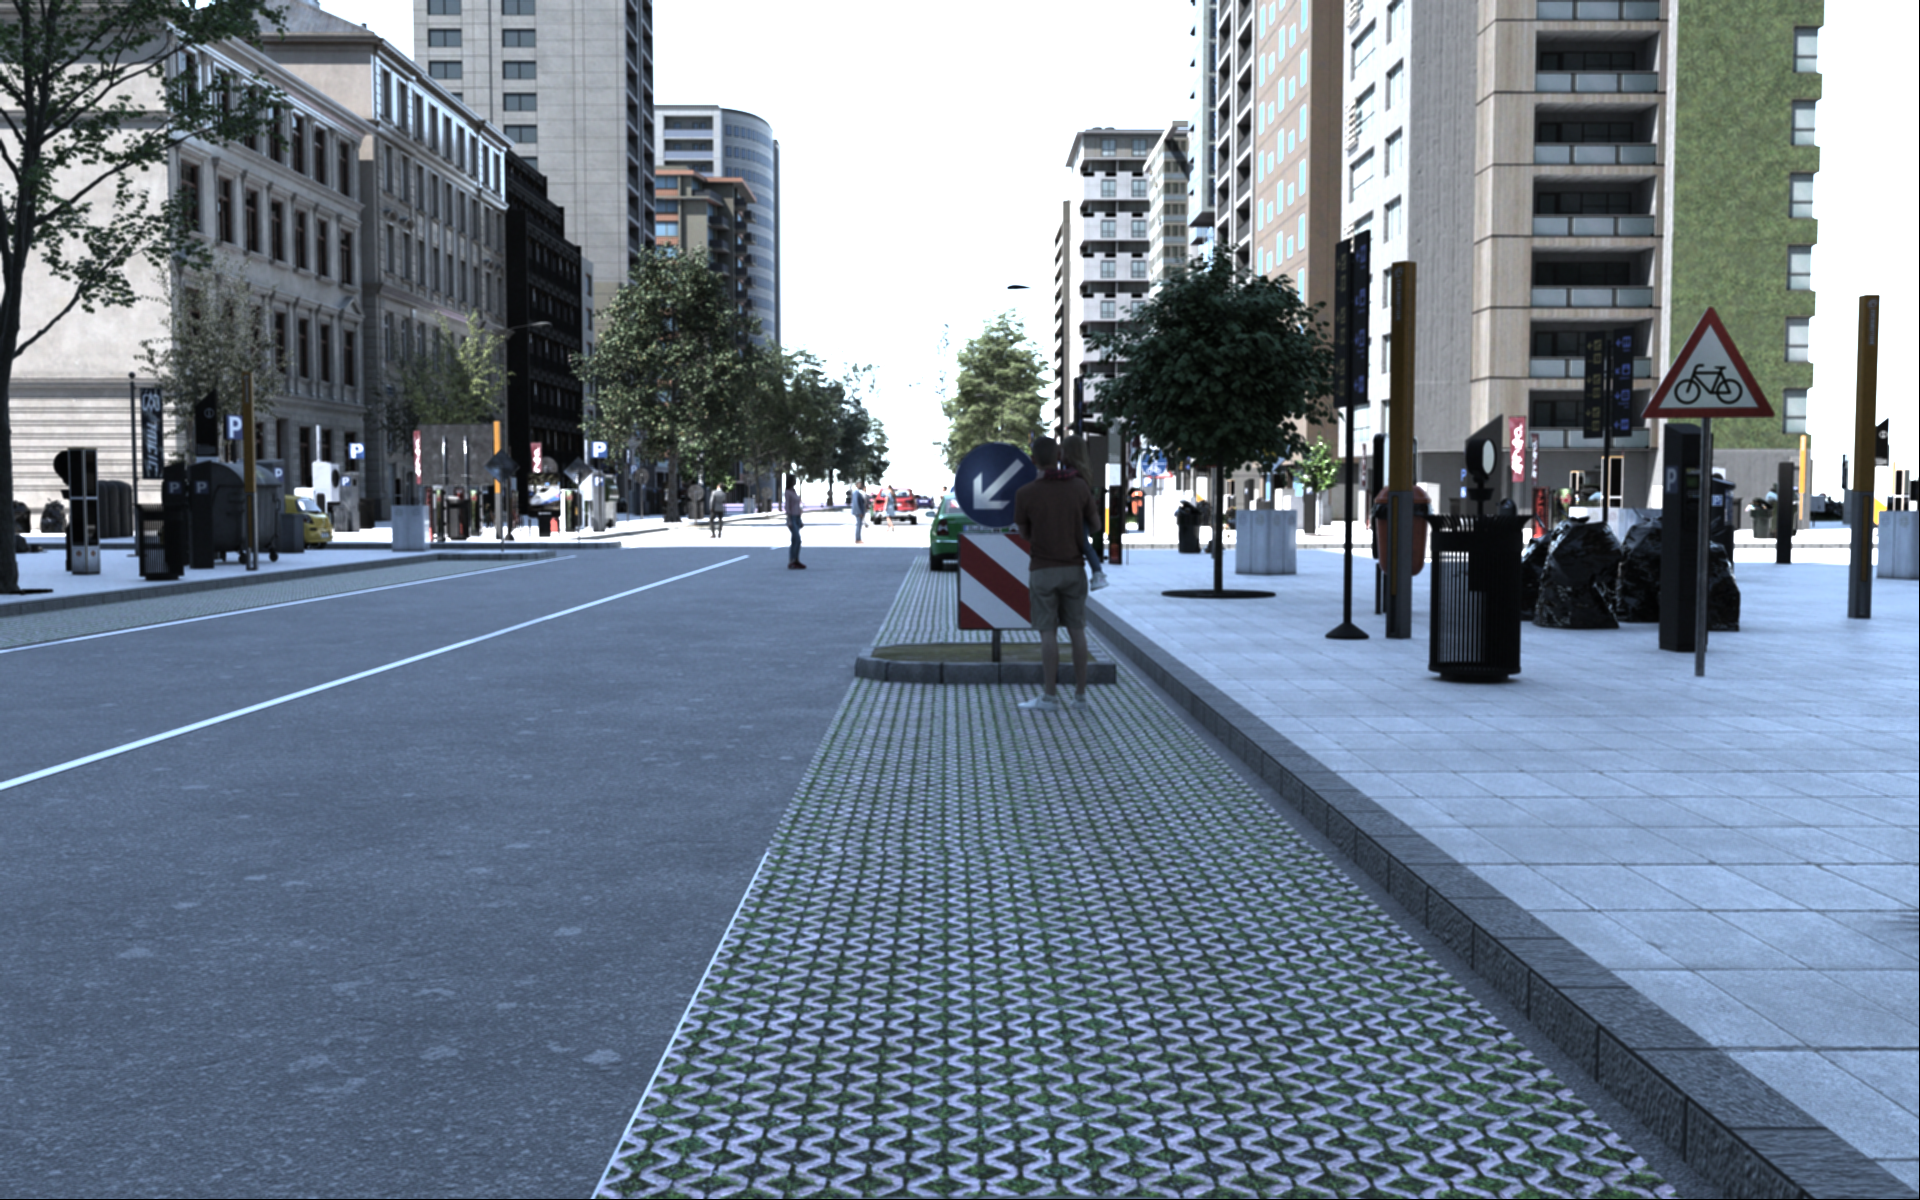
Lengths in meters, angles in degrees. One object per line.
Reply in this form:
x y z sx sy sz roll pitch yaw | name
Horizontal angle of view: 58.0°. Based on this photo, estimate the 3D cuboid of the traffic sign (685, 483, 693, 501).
-14.733 -5.827 95.278 0.884 2.594 0.081 0 4 7 | traffic sign

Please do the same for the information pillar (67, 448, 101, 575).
-13.969 -1.415 27.627 0.304 2.012 0.304 1 4 14 | information pillar

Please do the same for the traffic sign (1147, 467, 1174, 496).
6.740 -3.563 58.257 0.884 2.594 0.081 0 4 8 | traffic sign

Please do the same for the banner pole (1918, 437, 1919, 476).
41.630 -5.193 74.922 0.401 3.779 0.863 0 4 -3 | banner pole

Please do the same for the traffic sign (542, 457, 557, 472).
-14.126 -3.610 59.133 0.768 2.556 0.104 0 4 2 | traffic sign

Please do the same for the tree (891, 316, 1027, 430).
0.770 -20.090 184.363 12.611 20.169 13.585 0 3 0 | tree

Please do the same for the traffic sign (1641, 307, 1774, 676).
5.216 -0.742 12.140 0.884 2.594 0.081 0 4 7 | traffic sign

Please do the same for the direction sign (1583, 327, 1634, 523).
8.944 -1.955 23.958 0.379 3.537 0.876 -2 4 -23 | direction sign

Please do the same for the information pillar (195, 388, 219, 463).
-16.620 -2.871 38.296 0.504 3.616 0.183 0 4 2 | information pillar

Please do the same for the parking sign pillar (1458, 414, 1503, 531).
17.552 -4.272 58.326 1.447 3.967 1.447 -1 4 -12 | parking sign pillar

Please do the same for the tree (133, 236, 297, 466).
-21.883 -6.105 50.186 4.360 8.622 3.978 0 3 0 | tree

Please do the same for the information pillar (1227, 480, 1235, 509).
14.248 -5.293 91.033 0.304 2.012 0.304 -1 4 -22 | information pillar

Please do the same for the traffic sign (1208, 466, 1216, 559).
5.024 -2.099 34.315 0.884 2.594 0.081 0 4 5 | traffic sign

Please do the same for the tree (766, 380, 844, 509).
-14.120 -13.951 153.857 9.928 11.665 9.643 0 3 0 | tree

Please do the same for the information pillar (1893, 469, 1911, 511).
27.419 -2.810 50.429 0.304 2.012 0.304 -2 4 -25 | information pillar

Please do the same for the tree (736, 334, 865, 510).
-13.748 -14.215 139.077 9.857 13.997 8.962 0 3 0 | tree

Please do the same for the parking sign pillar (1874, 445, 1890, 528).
34.629 -4.712 65.516 1.447 3.967 1.447 0 4 2 | parking sign pillar

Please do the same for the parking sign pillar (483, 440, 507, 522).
-21.078 -5.542 79.090 1.447 3.967 1.447 1 4 11 | parking sign pillar

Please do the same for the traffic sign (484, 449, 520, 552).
-10.180 -2.132 38.494 0.795 2.450 0.064 0 4 0 | traffic sign

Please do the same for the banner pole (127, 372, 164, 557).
-16.833 -2.800 35.798 0.401 3.779 0.863 3 4 38 | banner pole

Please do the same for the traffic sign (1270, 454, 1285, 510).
5.259 -1.717 29.251 0.795 2.450 0.064 0 4 4 | traffic sign

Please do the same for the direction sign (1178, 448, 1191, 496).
7.913 -4.229 61.148 0.379 3.537 0.876 -1 4 -22 | direction sign

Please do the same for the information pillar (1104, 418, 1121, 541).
4.209 -3.442 47.626 0.504 3.616 0.183 -3 4 -38 | information pillar

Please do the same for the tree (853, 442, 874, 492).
-13.731 -17.768 240.866 4.737 8.622 4.395 0 3 0 | tree

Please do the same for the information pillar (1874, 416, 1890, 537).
27.644 -3.714 52.071 0.504 3.616 0.183 2 4 33 | information pillar

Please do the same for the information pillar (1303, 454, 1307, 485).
15.408 -5.259 77.339 0.183 3.616 0.504 0 4 -4 | information pillar

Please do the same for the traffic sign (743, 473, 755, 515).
-12.733 -6.381 104.436 0.768 2.556 0.104 0 4 3 | traffic sign

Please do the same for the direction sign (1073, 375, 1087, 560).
2.280 -2.538 33.489 0.379 3.537 0.876 0 4 -7 | direction sign

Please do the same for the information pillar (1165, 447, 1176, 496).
9.506 -5.307 78.122 0.504 3.616 0.183 2 4 25 | information pillar

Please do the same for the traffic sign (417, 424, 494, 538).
-14.657 -3.451 50.302 2.265 3.308 0.079 0 4 6 | traffic sign

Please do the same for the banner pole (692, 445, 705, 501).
-13.374 -6.017 88.388 0.863 3.779 0.401 1 4 13 | banner pole

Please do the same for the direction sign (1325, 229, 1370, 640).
3.454 -1.428 15.345 0.379 3.537 0.876 0 4 -5 | direction sign

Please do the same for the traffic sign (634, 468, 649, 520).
-15.607 -5.184 84.859 0.768 2.556 0.104 0 4 8 | traffic sign

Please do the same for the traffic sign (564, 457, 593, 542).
-10.234 -2.620 46.479 0.795 2.450 0.064 0 4 0 | traffic sign

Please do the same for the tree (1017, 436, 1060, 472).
2.661 -3.848 57.522 1.663 3.219 1.824 0 3 0 | tree

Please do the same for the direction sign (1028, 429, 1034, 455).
2.498 -4.214 60.896 0.379 3.537 0.876 0 4 -8 | direction sign

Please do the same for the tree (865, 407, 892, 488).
-14.510 -17.493 192.662 9.857 13.997 8.962 0 3 0 | tree

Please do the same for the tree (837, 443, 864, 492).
-14.702 -17.028 228.767 4.360 8.622 3.978 0 3 0 | tree

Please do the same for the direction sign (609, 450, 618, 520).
-17.253 -5.769 86.316 0.379 3.537 0.876 -3 4 -39 | direction sign

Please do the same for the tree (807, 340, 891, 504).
-14.863 -22.042 216.273 12.611 20.169 13.585 0 3 0 | tree

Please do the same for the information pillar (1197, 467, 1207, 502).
11.915 -5.738 85.168 0.504 3.616 0.183 -1 4 -10 | information pillar

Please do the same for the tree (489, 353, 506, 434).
-23.618 -8.116 83.065 4.360 8.622 3.978 0 3 0 | tree

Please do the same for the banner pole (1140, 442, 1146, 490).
8.807 -5.715 83.458 0.401 3.779 0.863 -1 4 -22 | banner pole

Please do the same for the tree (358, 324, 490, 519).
-23.395 -7.588 74.430 4.360 8.622 3.978 0 3 0 | tree

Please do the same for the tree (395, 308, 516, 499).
-19.618 -7.177 67.713 4.737 8.622 4.395 0 3 0 | tree

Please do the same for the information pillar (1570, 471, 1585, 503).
19.901 -3.142 55.867 0.304 2.012 0.304 -2 4 -27 | information pillar

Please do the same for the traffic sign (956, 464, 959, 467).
0.314 -2.135 38.544 0.795 2.450 0.064 0 4 0 | traffic sign

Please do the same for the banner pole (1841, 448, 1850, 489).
48.018 -6.360 94.000 0.401 3.779 0.863 0 4 1 | banner pole

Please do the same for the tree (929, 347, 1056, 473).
2.772 -13.054 130.435 9.611 12.733 9.660 0 3 0 | tree

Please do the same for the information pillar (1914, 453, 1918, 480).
55.110 -6.638 99.888 0.183 3.616 0.504 3 4 36 | information pillar

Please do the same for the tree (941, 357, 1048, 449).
2.437 -11.058 115.202 8.767 10.594 7.601 3 5 42 | tree

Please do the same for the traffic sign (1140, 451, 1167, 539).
5.568 -3.042 49.836 0.768 2.556 0.104 0 4 6 | traffic sign

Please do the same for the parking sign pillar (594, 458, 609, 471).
-22.420 -7.366 108.902 1.447 3.967 1.447 2 4 28 | parking sign pillar

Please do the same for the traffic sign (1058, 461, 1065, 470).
3.830 -3.997 65.458 0.768 2.556 0.104 0 4 1 | traffic sign

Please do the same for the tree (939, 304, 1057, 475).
2.390 -11.366 103.962 7.486 12.596 7.792 0 3 0 | tree

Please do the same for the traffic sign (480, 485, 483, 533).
-15.330 -3.385 55.449 0.768 2.556 0.104 0 4 5 | traffic sign
